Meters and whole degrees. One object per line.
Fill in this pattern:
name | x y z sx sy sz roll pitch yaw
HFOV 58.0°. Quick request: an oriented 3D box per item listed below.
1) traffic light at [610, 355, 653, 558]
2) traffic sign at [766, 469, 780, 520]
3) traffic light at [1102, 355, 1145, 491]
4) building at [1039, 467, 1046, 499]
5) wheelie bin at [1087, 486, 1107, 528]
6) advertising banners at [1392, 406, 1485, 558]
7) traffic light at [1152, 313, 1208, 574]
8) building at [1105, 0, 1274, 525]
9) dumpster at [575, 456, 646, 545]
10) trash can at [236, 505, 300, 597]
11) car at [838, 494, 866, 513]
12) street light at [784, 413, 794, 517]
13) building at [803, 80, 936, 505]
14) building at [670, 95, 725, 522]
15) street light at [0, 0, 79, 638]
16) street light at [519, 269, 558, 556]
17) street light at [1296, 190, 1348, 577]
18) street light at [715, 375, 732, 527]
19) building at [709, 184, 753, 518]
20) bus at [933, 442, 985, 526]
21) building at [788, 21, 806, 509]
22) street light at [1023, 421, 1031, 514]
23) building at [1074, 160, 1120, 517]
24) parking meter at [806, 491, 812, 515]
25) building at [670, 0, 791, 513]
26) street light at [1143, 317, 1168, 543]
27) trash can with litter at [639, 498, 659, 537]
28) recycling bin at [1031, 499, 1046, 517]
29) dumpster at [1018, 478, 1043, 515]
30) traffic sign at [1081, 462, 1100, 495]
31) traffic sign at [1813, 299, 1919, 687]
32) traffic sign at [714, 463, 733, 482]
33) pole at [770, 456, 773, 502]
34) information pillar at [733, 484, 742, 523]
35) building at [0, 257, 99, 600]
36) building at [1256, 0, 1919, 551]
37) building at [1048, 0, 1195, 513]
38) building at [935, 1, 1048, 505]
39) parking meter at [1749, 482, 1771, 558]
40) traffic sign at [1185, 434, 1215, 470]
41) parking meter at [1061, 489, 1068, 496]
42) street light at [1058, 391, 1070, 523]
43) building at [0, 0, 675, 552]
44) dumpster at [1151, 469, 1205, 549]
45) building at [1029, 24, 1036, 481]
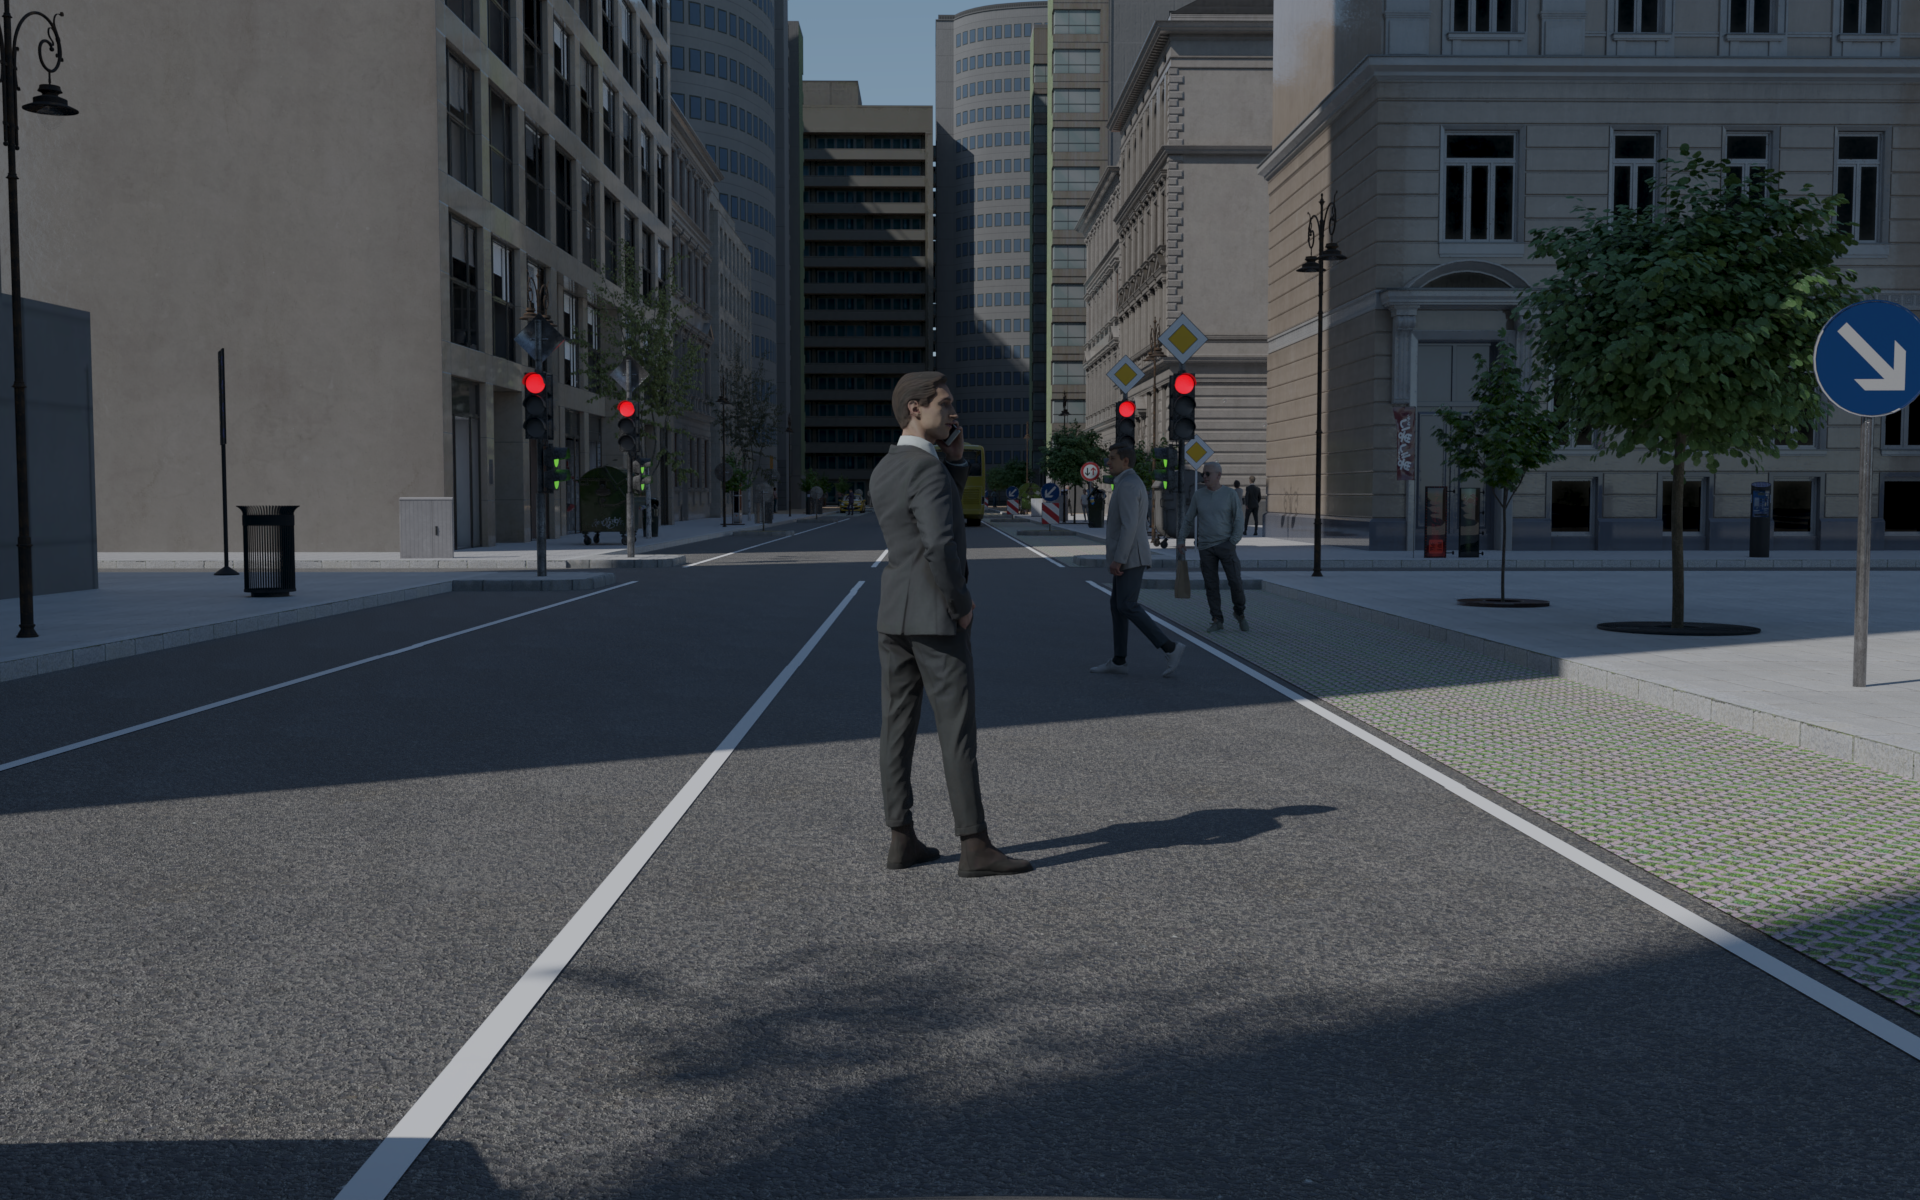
traffic light | -6.637 -2.813 34.916 0.839 4.253 0.868 0 4 -1
traffic sign | -9.448 -5.330 87.259 0.768 2.556 0.104 0 4 2
traffic light | 3.322 -2.824 35.087 0.839 4.253 0.868 0 4 -1
building | 17.313 -44.859 171.689 20.563 71.187 20.611 0 4 -1
wheelie bin | 5.212 -3.546 65.886 0.693 1.594 0.980 1 4 12
advertising banners | 9.570 -2.355 34.691 2.074 3.025 0.090 -1 4 -14
traffic light | 3.448 -2.335 27.103 0.839 4.253 0.868 0 4 -1
building | 13.118 -15.321 79.371 11.050 23.489 19.941 0 4 -1
dumpster | -8.891 -2.542 44.049 1.502 2.255 1.985 0 4 -1
trash can | -8.650 -0.614 21.685 0.748 1.137 0.748 0 3 0
car | -8.005 -7.268 129.053 2.015 1.641 3.980 0 4 1
street light | -9.689 -7.690 98.522 0.468 5.910 1.993 0 4 -1
building | -13.708 -35.668 206.869 21.600 48.544 21.300 0 4 -1
building | -18.154 -15.036 81.990 11.583 22.565 21.152 0 4 -1
street light | -8.356 -2.603 15.340 0.468 5.910 1.993 0 4 -1
street light | -8.676 -3.853 35.785 0.468 5.910 1.993 0 4 -1
street light | 5.558 -3.302 26.772 0.468 5.910 1.993 0 4 -1
street light | -9.152 -5.772 67.154 0.468 5.910 1.993 0 4 -1
building | -18.254 -15.077 101.260 10.420 20.320 16.860 0 4 -1
bus | -0.278 -5.459 80.806 2.896 3.916 12.252 0 4 -1
building | -20.567 -28.235 145.236 14.154 41.232 14.086 0 4 -1
street light | 4.249 -8.356 109.409 0.468 5.910 1.993 0 4 -1
building | 13.199 -16.136 99.974 11.583 22.565 21.152 0 4 -1
parking meter | -9.424 -6.089 107.963 0.372 1.533 0.369 0 3 0
building | -23.894 -35.569 123.544 21.231 58.520 28.212 0 4 -1
street light | 5.079 -4.432 45.257 0.468 5.910 1.993 0 4 -1
trash can with litter | -9.327 -2.475 51.855 0.624 1.170 1.055 -1 4 -13
recycling bin | 4.433 -5.172 97.120 0.722 1.027 0.722 1 4 22
dumpster | 4.341 -6.408 107.269 1.502 2.255 1.985 0 4 -1
traffic sign | 5.153 -4.185 68.529 0.768 2.556 0.104 0 4 3
traffic sign | 5.989 -0.694 11.457 0.768 2.556 0.104 0 4 3
traffic sign | -9.606 -4.301 70.432 0.768 2.556 0.104 0 4 3
pole | -10.031 -6.018 92.229 0.158 3.312 0.155 0 3 0
information pillar | -9.761 -4.373 75.993 0.304 2.012 0.304 1 4 14
building | -21.820 -35.028 10.960 20.611 71.187 20.563 0 4 -1
building | 18.848 -15.819 44.541 20.117 28.700 13.634 0 4 -1
building | 12.952 -26.704 120.200 14.154 41.232 14.086 0 4 -1
building | 11.199 -40.657 206.735 28.212 58.520 21.231 0 4 -1
parking meter | 16.210 -1.631 35.082 0.372 1.533 0.369 0 3 0
traffic sign | 5.200 -2.341 38.001 0.795 2.593 0.064 0 4 2
parking meter | 5.140 -4.700 85.249 0.372 1.533 0.369 0 3 0
street light | 4.672 -6.404 77.496 0.468 5.910 1.993 0 4 -1
building | -21.214 -15.273 54.222 19.350 26.468 34.151 0 4 -1
dumpster | 5.300 -2.177 41.359 1.264 1.857 1.865 0 4 -1
building | 13.147 -28.834 155.032 14.154 41.232 14.086 0 4 -1
